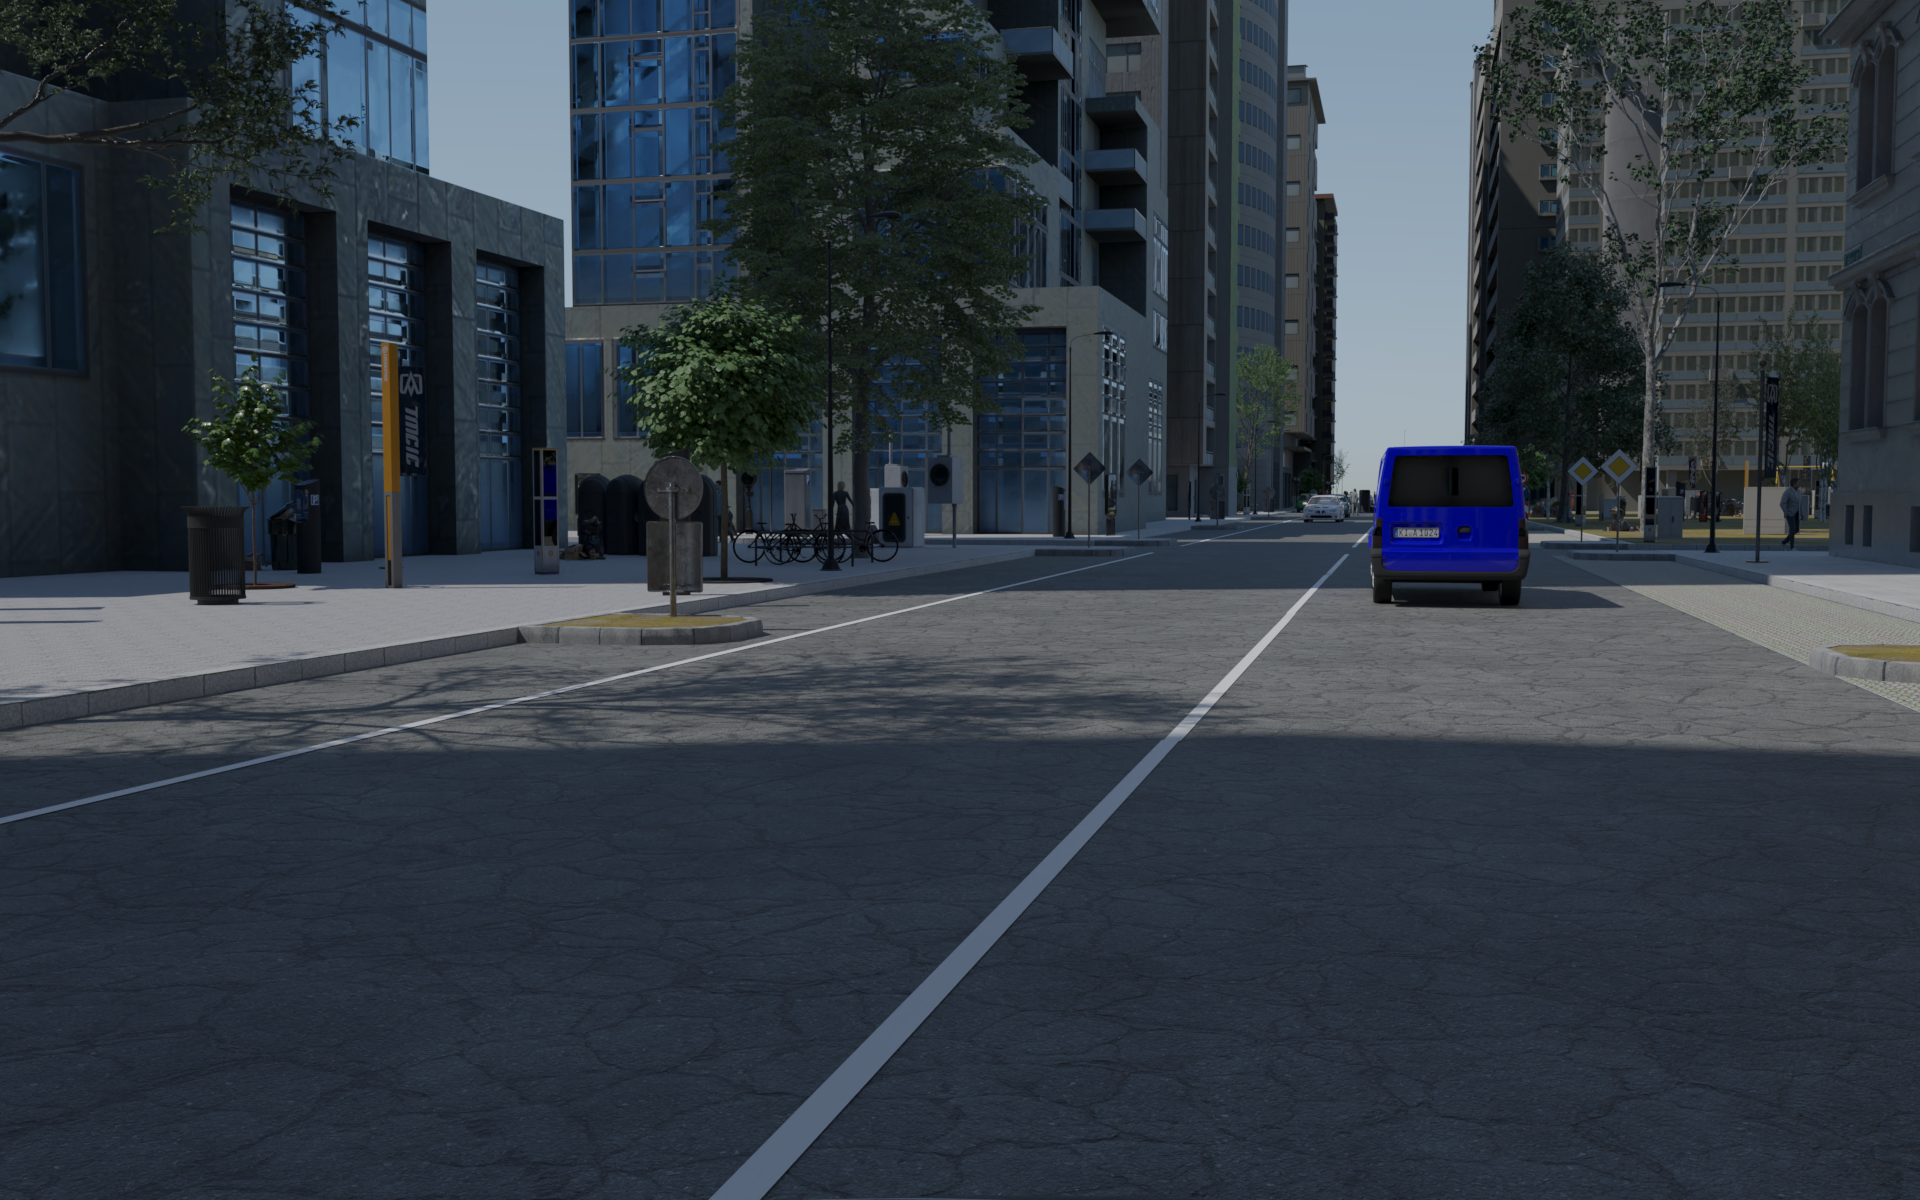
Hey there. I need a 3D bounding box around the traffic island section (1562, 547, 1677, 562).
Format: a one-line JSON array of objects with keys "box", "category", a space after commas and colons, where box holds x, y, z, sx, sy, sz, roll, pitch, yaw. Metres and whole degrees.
[{"box": [14.573, -0.983, 38.354, 2.009, 0.180, 2.903, 1, 4, 14], "category": "traffic island section"}]

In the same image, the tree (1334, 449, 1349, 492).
[{"box": [60.249, -19.973, 276.922, 4.737, 8.622, 4.395, 0, 3, 0], "category": "tree"}]

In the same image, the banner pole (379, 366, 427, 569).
[{"box": [-9.571, -2.431, 29.767, 0.863, 3.779, 0.401, -2, 4, -25], "category": "banner pole"}]

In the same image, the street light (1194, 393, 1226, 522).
[{"box": [11.538, -6.558, 79.758, 1.470, 5.913, 1.316, 1, 4, 14], "category": "street light"}]

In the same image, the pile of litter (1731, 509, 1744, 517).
[{"box": [43.741, -5.019, 96.031, 1.176, 0.858, 1.719, -3, 5, -43], "category": "pile of litter"}]

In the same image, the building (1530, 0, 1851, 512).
[{"box": [58.549, -26.867, 131.158, 32.217, 40.220, 23.993, 1, 4, 14], "category": "building"}]

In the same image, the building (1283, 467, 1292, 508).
[{"box": [20.502, -44.198, 160.896, 20.563, 71.187, 20.611, 1, 4, 14], "category": "building"}]

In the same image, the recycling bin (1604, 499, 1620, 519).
[{"box": [33.403, -4.665, 88.831, 0.722, 1.027, 0.722, 2, 4, 29], "category": "recycling bin"}]

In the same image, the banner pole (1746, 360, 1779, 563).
[{"box": [15.143, -2.600, 32.525, 0.863, 3.779, 0.401, -3, 4, -38], "category": "banner pole"}]

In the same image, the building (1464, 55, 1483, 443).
[{"box": [78.782, -42.187, 231.762, 21.231, 58.520, 28.212, 1, 4, 14], "category": "building"}]

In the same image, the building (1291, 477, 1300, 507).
[{"box": [19.852, -30.159, 184.985, 32.217, 40.220, 23.993, 1, 4, 14], "category": "building"}]

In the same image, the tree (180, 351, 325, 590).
[{"box": [-9.488, -1.772, 23.578, 1.663, 3.219, 1.824, 0, 3, 0], "category": "tree"}]

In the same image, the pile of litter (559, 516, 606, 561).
[{"box": [-7.506, -1.230, 34.079, 1.176, 0.858, 1.719, 0, 4, 2], "category": "pile of litter"}]

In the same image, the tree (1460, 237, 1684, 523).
[{"box": [27.280, -9.811, 77.420, 9.611, 12.733, 9.660, 0, 3, 0], "category": "tree"}]

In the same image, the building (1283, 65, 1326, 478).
[{"box": [31.115, -38.609, 220.494, 28.713, 52.752, 27.495, 1, 4, 14], "category": "building"}]

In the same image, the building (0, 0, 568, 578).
[{"box": [-27.081, -43.966, 31.513, 31.000, 86.520, 22.319, 1, 4, 14], "category": "building"}]

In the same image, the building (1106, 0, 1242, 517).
[{"box": [8.319, -25.413, 99.102, 14.154, 41.232, 14.086, 1, 4, 14], "category": "building"}]

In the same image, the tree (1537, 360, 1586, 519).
[{"box": [30.306, -8.440, 88.357, 4.737, 8.622, 4.395, 0, 3, 0], "category": "tree"}]

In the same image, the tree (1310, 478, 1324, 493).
[{"box": [39.298, -12.064, 191.843, 1.663, 3.219, 1.824, 0, 3, 0], "category": "tree"}]

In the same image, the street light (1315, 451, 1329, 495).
[{"box": [38.356, -12.979, 184.752, 1.470, 5.913, 1.316, 1, 4, 14], "category": "street light"}]

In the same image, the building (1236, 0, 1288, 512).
[{"box": [14.386, -36.434, 137.694, 21.231, 58.520, 28.212, 1, 4, 14], "category": "building"}]

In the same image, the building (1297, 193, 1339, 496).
[{"box": [42.332, -36.275, 247.727, 22.147, 44.769, 28.867, 1, 4, 14], "category": "building"}]

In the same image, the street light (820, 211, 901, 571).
[{"box": [-1.643, -3.436, 28.714, 1.470, 5.913, 1.316, 1, 4, 14], "category": "street light"}]

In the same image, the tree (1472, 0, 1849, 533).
[{"box": [23.960, -12.233, 55.903, 12.611, 20.169, 13.585, 0, 3, 0], "category": "tree"}]

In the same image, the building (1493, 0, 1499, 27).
[{"box": [72.417, -47.070, 207.850, 20.563, 71.187, 20.611, 1, 4, 14], "category": "building"}]

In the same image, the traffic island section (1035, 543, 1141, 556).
[{"box": [3.054, -1.163, 41.302, 2.009, 0.180, 2.903, 1, 4, 14], "category": "traffic island section"}]

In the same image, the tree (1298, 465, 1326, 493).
[{"box": [39.557, -12.972, 195.802, 4.285, 4.588, 4.351, 0, 3, 0], "category": "tree"}]

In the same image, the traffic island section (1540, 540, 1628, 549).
[{"box": [16.557, -1.456, 46.090, 2.009, 0.180, 2.903, 1, 4, 14], "category": "traffic island section"}]

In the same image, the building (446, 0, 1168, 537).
[{"box": [-2.688, -46.262, 69.063, 22.319, 86.520, 31.000, 1, 4, 14], "category": "building"}]

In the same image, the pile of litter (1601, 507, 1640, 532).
[{"box": [22.882, -2.803, 59.787, 1.176, 0.858, 1.719, 0, 4, -2], "category": "pile of litter"}]

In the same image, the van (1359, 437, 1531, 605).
[{"box": [6.704, -1.208, 24.133, 2.240, 2.365, 5.245, 1, 4, 13], "category": "van"}]

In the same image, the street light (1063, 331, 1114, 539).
[{"box": [3.676, -4.707, 49.504, 1.470, 5.913, 1.316, 1, 4, 14], "category": "street light"}]

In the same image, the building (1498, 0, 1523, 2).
[{"box": [58.907, -32.520, 155.411, 21.300, 48.544, 21.600, 1, 4, 14], "category": "building"}]

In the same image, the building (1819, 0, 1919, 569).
[{"box": [21.343, -14.404, 22.896, 14.401, 28.519, 23.554, 1, 4, 14], "category": "building"}]

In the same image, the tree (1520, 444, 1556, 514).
[{"box": [36.809, -7.856, 112.166, 4.285, 4.588, 4.351, 0, 3, 0], "category": "tree"}]

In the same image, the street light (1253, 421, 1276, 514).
[{"box": [19.278, -8.394, 109.779, 1.470, 5.913, 1.316, 1, 4, 14], "category": "street light"}]

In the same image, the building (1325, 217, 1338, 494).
[{"box": [50.776, -37.775, 267.739, 14.600, 45.320, 14.200, 1, 4, 14], "category": "building"}]

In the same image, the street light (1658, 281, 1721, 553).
[{"box": [15.943, -3.996, 37.879, 1.470, 5.913, 1.316, 1, 4, 14], "category": "street light"}]

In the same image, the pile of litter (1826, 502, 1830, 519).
[{"box": [45.591, -4.683, 90.527, 1.719, 0.858, 1.176, -1, 4, -22], "category": "pile of litter"}]

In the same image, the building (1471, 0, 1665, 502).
[{"box": [64.027, -33.853, 177.206, 21.300, 48.544, 21.600, 1, 4, 14], "category": "building"}]

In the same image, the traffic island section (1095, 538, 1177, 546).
[{"box": [5.038, -1.636, 49.037, 2.009, 0.180, 2.903, 1, 4, 14], "category": "traffic island section"}]
